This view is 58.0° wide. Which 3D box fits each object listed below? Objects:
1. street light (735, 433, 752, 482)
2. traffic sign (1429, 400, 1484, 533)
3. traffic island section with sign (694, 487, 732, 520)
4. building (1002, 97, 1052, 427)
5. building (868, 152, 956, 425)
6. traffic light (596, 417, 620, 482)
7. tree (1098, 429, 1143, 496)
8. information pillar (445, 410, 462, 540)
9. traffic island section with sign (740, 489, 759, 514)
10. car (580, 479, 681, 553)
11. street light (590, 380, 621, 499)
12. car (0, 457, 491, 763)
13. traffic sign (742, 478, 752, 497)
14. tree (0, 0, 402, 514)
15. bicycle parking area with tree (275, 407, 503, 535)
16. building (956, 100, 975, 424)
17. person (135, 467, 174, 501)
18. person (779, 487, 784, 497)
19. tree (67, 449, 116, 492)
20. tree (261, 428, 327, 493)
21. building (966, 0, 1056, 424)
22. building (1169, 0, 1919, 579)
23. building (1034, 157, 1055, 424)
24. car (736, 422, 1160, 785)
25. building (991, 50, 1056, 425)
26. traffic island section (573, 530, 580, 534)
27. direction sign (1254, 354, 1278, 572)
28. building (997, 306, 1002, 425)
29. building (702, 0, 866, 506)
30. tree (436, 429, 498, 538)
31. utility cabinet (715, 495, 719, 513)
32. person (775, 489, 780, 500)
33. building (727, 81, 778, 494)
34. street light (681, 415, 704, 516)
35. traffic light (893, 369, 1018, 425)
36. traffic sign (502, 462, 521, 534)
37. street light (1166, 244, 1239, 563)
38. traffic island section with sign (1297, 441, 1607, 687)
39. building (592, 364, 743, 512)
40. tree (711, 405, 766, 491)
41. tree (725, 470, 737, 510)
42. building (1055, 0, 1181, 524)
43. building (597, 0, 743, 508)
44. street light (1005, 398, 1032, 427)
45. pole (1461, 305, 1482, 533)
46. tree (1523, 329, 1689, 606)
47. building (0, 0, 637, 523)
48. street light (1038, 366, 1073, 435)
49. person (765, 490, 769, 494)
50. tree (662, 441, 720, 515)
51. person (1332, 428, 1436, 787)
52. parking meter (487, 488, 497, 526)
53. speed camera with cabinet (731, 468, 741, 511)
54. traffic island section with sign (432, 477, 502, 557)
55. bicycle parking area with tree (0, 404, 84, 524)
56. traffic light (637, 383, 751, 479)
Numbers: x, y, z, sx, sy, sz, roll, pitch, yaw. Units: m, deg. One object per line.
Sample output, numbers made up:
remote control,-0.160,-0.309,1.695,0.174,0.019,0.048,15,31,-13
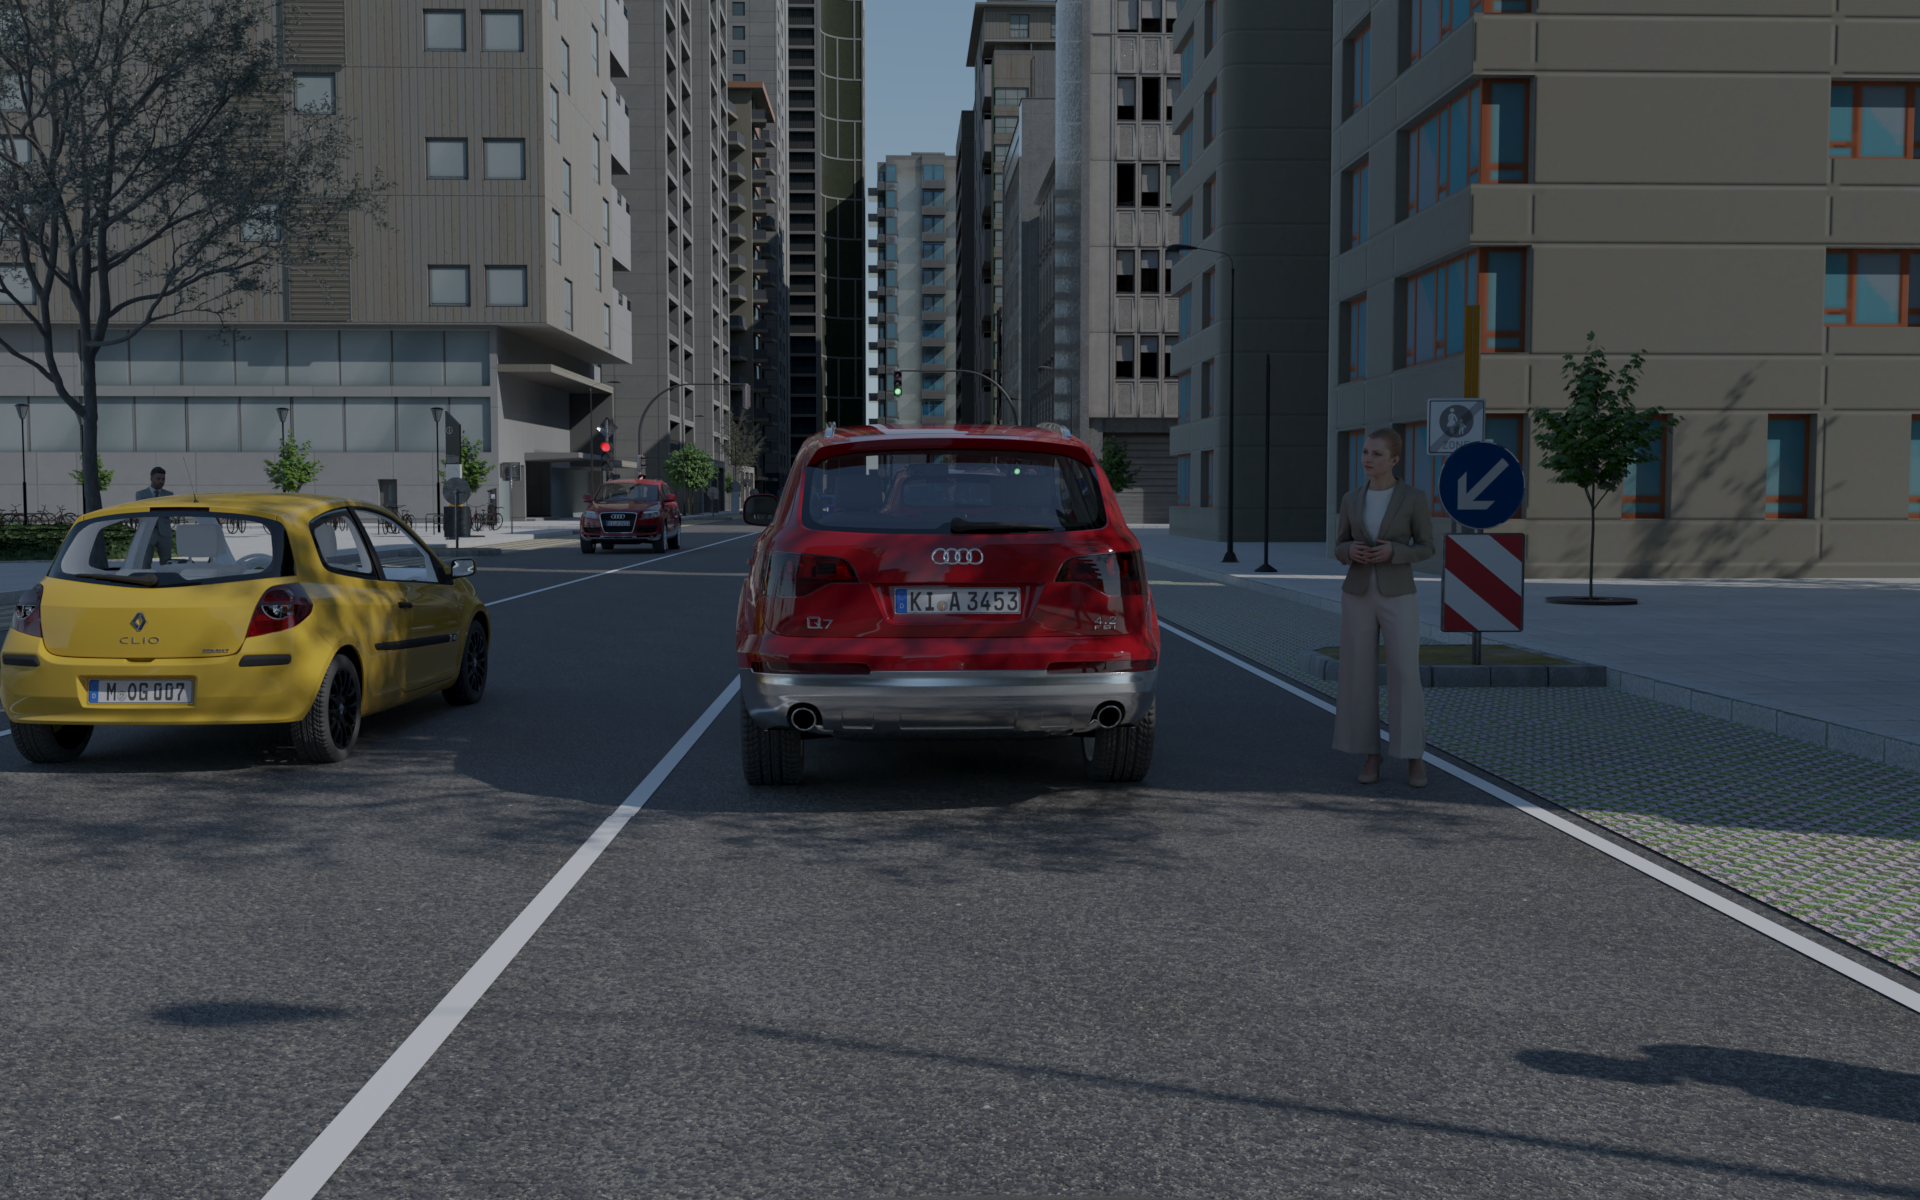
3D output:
street light,-16.604,-9.779,132.419,1.470,5.913,1.316,0,4,-2
traffic sign,5.302,-1.006,18.583,0.606,2.300,0.079,0,4,4
traffic island section with sign,-13.627,-5.328,95.747,1.989,1.847,2.006,0,4,-2
building,9.333,-18.088,113.757,12.078,24.808,19.932,0,4,-2
building,2.496,-38.082,242.240,30.456,49.044,23.786,0,4,-2
traffic light,-12.813,-4.531,63.010,0.839,4.253,0.868,0,4,-2
tree,4.677,-3.490,51.668,1.663,3.219,1.824,0,3,0
information pillar,-14.158,-3.490,48.420,0.504,3.616,0.183,1,4,21
traffic island section with sign,-14.551,-6.980,122.746,1.989,1.847,2.006,0,4,-2
car,-8.217,-2.130,43.494,2.281,1.827,5.304,0,4,-3
street light,-14.519,-6.012,70.833,1.470,5.913,1.316,0,4,-2
car,-4.138,-0.027,10.658,2.015,1.641,3.980,0,3,0
traffic sign,-17.110,-8.506,139.171,0.768,2.556,0.104,0,4,-1
tree,-14.627,-7.232,28.613,12.009,13.543,11.850,0,3,0
bicycle parking area with tree,-19.849,-4.321,57.648,8.231,4.147,9.016,1,4,16
building,10.464,-35.839,209.677,21.300,48.544,21.600,0,4,-2
person,-10.803,-0.896,23.325,0.466,1.800,0.511,3,4,39
person,-9.609,-5.222,94.063,0.419,1.800,0.721,0,4,6
tree,-35.562,-4.698,71.408,1.663,3.219,1.824,0,3,0
tree,-19.800,-3.454,51.078,1.663,3.219,1.824,0,3,0
building,15.479,-36.420,184.699,28.713,52.752,27.495,0,4,-2
building,20.947,-11.948,40.390,27.650,21.520,28.899,0,4,-2
building,9.564,-14.994,94.302,9.793,20.994,18.267,0,4,-2
car,-0.162,-0.088,10.106,2.281,1.827,5.304,0,4,-3
building,9.862,-29.366,163.730,14.154,41.232,14.086,0,4,-2
traffic island section,-12.853,-2.499,63.144,2.009,0.180,2.903,0,4,-2
direction sign,5.044,-2.229,28.445,0.379,3.537,0.876,1,4,11
building,11.278,-16.565,138.288,16.820,18.784,16.811,0,4,-2
building,-23.488,-48.997,239.344,20.611,71.187,20.563,0,4,-2
tree,-14.729,-3.483,51.544,1.663,3.219,1.824,0,3,0
utility cabinet,-16.289,-6.348,114.959,0.306,1.237,1.020,-2,4,-24
person,-18.458,-10.321,175.242,0.683,1.767,0.568,-1,4,-16
building,-30.753,-32.181,180.776,22.147,44.769,28.867,0,4,-2
street light,-15.679,-7.897,101.650,1.470,5.913,1.316,0,4,-2
traffic light,-0.048,-5.422,63.315,4.771,5.953,1.251,0,4,-2
traffic sign,-14.353,-3.260,55.430,0.606,2.300,0.079,0,4,6
street light,4.531,-3.657,32.333,1.470,5.913,1.316,0,4,-2
traffic island section with sign,3.763,-0.311,13.708,1.989,1.847,2.006,0,4,-2
building,-29.240,-43.819,154.685,20.563,71.187,20.611,0,4,-2
tree,-18.372,-11.797,143.246,4.360,8.622,3.978,0,3,0
tree,-18.788,-8.892,139.984,1.663,3.219,1.824,0,3,0
building,14.723,-15.899,77.964,19.932,24.808,12.078,0,4,-2
building,-31.470,-47.143,209.033,20.611,71.187,20.563,0,4,-2
street light,2.878,-6.786,83.488,1.470,5.913,1.316,0,4,-2
pole,5.548,-1.527,18.810,0.158,3.312,0.155,0,3,0
tree,7.411,-1.581,20.459,1.663,3.219,1.824,0,3,0
building,-31.663,-30.393,86.163,28.713,52.752,27.495,0,4,-2
street light,3.526,-5.539,63.100,1.470,5.913,1.316,0,4,-2
person,-22.220,-11.737,198.667,1.217,1.743,0.721,-3,4,-38
tree,-17.509,-7.818,111.530,4.285,4.588,4.351,0,3,0
person,2.069,0.029,8.579,0.519,1.759,0.362,2,4,32
parking meter,-18.957,-3.777,70.168,0.372,1.533,0.369,0,3,0
speed camera with cabinet,-16.727,-8.253,129.269,0.660,3.252,2.038,0,4,-4
traffic island section with sign,-11.752,-1.929,40.165,1.989,1.847,2.006,0,4,-2
bicycle parking area with tree,-30.026,-4.327,57.747,9.016,4.147,8.231,0,4,6
traffic light,-10.995,-5.898,71.096,4.771,5.953,1.251,0,4,-2
